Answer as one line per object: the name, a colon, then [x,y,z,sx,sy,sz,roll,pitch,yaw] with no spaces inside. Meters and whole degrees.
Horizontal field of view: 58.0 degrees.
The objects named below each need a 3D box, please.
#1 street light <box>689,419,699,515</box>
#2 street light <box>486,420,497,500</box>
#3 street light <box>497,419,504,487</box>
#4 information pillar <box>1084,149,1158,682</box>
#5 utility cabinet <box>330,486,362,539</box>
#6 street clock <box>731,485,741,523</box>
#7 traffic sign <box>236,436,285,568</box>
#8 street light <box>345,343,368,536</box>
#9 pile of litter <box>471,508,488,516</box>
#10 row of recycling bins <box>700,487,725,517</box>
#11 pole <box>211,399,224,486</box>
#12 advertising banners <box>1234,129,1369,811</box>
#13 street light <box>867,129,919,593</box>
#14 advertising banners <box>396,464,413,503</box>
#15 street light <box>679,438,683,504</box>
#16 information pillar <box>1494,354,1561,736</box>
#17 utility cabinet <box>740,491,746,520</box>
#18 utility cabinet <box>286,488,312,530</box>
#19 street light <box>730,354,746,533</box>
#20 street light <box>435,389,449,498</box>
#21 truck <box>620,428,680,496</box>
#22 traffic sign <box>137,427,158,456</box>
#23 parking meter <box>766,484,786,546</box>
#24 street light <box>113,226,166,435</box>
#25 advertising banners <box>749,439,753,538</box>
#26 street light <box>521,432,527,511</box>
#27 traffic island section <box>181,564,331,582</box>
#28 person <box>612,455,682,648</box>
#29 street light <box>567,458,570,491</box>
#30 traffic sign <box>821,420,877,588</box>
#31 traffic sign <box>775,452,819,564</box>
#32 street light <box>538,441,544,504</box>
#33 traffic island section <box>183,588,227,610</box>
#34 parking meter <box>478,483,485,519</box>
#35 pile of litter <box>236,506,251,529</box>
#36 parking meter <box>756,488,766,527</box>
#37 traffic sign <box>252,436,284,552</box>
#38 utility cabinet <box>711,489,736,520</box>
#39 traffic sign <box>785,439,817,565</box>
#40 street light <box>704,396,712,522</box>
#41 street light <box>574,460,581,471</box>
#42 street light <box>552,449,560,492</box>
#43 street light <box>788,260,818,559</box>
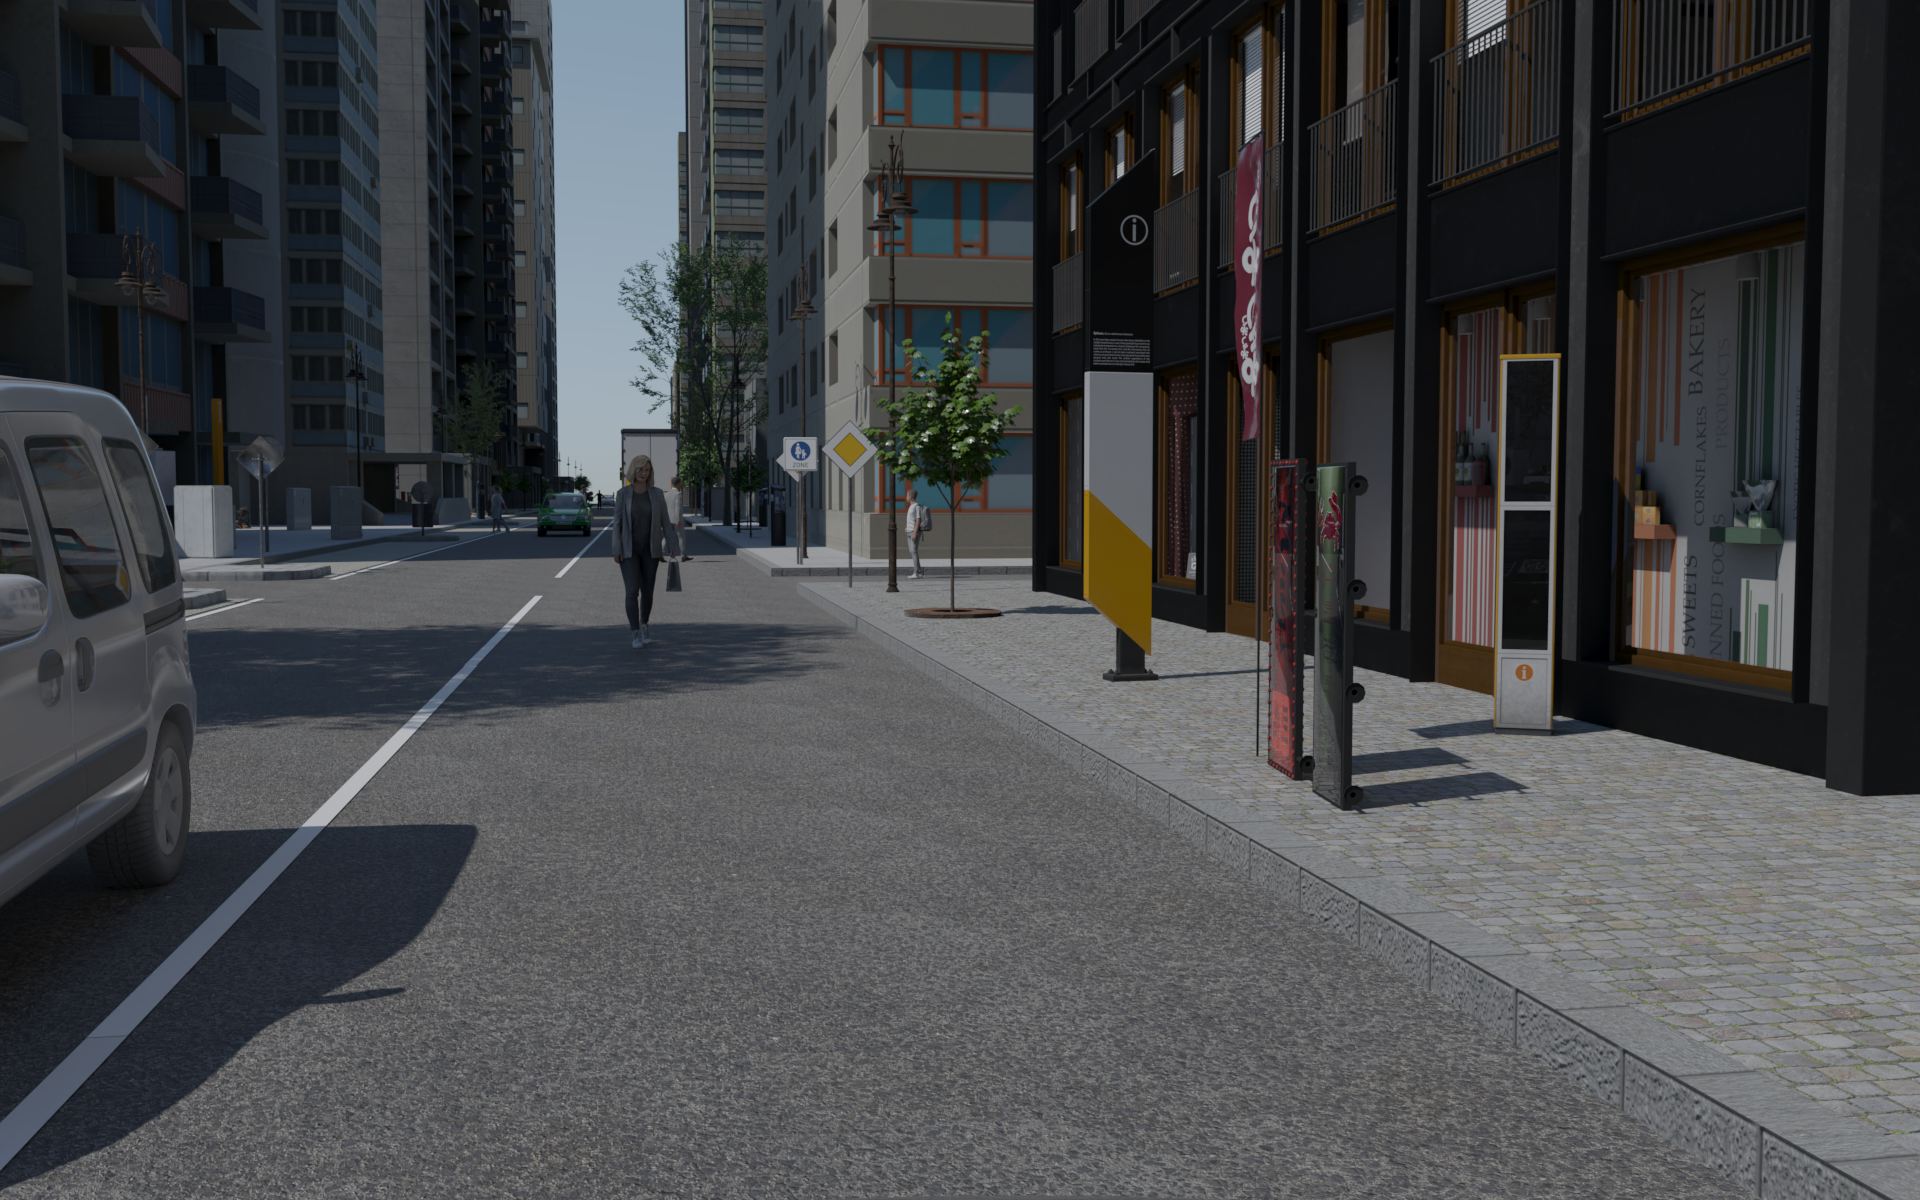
street light: [-15.908,-8.035,104.162,0.468,5.910,1.993,-1,4,-10]
street light: [-26.931,-7.712,98.878,0.468,5.910,1.993,-1,4,-10]
street light: [-28.167,-8.143,105.927,0.468,5.910,1.993,-1,4,-10]
information pillar: [1.097,-1.251,11.814,0.504,3.616,0.183,-1,4,-18]
utility cabinet: [-17.342,-2.464,48.965,0.318,1.500,1.173,1,4,11]
street clock: [-9.879,-4.407,76.632,0.471,2.002,0.358,1,4,23]
traffic sign: [-12.050,-1.604,29.863,0.795,2.450,0.064,-1,4,-10]
street light: [-18.405,-4.904,52.973,0.468,5.910,1.993,-1,4,-10]
pile of litter: [-28.540,-5.434,102.813,1.719,0.858,1.176,1,4,13]
row of recycling bins: [-13.602,-5.470,96.548,1.069,1.692,3.534,-2,4,-24]
pole: [-15.913,-2.650,37.167,0.158,3.312,0.155,0,3,0]
advertising banners: [1.496,-0.714,7.856,0.090,3.025,2.074,0,4,-4]
street light: [-0.879,-3.038,22.456,0.468,5.910,1.993,-1,4,-10]
advertising banners: [-31.832,-6.290,99.033,0.090,3.025,2.074,1,4,9]
street light: [-21.558,-9.877,134.282,0.468,5.910,1.993,-1,4,-10]
information pillar: [3.035,-0.293,9.277,0.304,2.012,0.304,1,4,18]
utility cabinet: [-11.170,-4.700,85.523,1.173,1.500,0.318,1,4,14]
utility cabinet: [-23.424,-3.224,61.386,0.318,1.500,1.173,1,4,8]
street light: [-7.334,-5.162,57.192,0.468,5.910,1.993,-1,4,-10]
street light: [-22.702,-6.317,76.065,0.468,5.910,1.993,-1,4,-10]
truck: [-14.244,-5.544,79.563,2.839,4.237,11.283,-1,4,-10]
traffic sign: [-10.598,-1.123,22.011,0.795,2.450,0.064,-1,4,-10]
parking meter: [-4.492,-2.105,42.834,0.372,1.533,0.369,0,3,0]
street light: [-14.216,-3.509,30.153,0.468,5.910,1.993,-1,4,-10]
advertising banners: [-6.136,-3.335,50.712,0.090,3.025,2.074,0,4,-6]
street light: [-32.471,-9.557,129.047,0.468,5.910,1.993,-1,4,-10]
traffic island section: [-12.072,-0.467,29.921,2.009,0.180,2.903,-1,4,-10]
person: [-2.945,-0.471,16.390,0.709,1.800,0.728,-1,4,-17]
street light: [-47.588,-14.544,210.574,0.468,5.910,1.993,-1,4,-10]
traffic sign: [-1.503,-1.225,23.666,0.795,2.450,0.064,-1,4,-10]
traffic sign: [-2.956,-1.705,31.518,0.795,2.450,0.064,-1,4,-10]
street light: [-36.671,-10.953,151.865,0.468,5.910,1.993,-1,4,-10]
traffic island section: [-10.619,0.013,22.068,2.009,0.180,2.903,-1,4,-10]
parking meter: [-24.347,-5.039,88.105,0.255,1.863,0.399,-2,4,-33]
pile of litter: [-26.869,-3.077,64.279,1.176,0.858,1.719,0,4,-7]
parking meter: [-7.671,-3.620,67.596,0.372,1.533,0.369,0,3,0]
traffic sign: [-15.332,-2.334,38.262,0.768,2.556,0.104,0,4,-6]
utility cabinet: [-11.402,-4.554,83.144,1.173,1.500,0.318,3,4,37]
traffic sign: [-2.881,-1.788,31.369,0.606,2.300,0.079,0,4,-3]
street light: [-11.612,-6.576,80.310,0.468,5.910,1.993,-1,4,-10]
street light: [-51.757,-15.940,233.398,0.468,5.910,1.993,-1,4,-10]
street light: [-40.958,-12.365,174.952,0.468,5.910,1.993,-1,4,-10]
street light: [-3.106,-3.767,34.379,0.468,5.910,1.993,-1,4,-10]
